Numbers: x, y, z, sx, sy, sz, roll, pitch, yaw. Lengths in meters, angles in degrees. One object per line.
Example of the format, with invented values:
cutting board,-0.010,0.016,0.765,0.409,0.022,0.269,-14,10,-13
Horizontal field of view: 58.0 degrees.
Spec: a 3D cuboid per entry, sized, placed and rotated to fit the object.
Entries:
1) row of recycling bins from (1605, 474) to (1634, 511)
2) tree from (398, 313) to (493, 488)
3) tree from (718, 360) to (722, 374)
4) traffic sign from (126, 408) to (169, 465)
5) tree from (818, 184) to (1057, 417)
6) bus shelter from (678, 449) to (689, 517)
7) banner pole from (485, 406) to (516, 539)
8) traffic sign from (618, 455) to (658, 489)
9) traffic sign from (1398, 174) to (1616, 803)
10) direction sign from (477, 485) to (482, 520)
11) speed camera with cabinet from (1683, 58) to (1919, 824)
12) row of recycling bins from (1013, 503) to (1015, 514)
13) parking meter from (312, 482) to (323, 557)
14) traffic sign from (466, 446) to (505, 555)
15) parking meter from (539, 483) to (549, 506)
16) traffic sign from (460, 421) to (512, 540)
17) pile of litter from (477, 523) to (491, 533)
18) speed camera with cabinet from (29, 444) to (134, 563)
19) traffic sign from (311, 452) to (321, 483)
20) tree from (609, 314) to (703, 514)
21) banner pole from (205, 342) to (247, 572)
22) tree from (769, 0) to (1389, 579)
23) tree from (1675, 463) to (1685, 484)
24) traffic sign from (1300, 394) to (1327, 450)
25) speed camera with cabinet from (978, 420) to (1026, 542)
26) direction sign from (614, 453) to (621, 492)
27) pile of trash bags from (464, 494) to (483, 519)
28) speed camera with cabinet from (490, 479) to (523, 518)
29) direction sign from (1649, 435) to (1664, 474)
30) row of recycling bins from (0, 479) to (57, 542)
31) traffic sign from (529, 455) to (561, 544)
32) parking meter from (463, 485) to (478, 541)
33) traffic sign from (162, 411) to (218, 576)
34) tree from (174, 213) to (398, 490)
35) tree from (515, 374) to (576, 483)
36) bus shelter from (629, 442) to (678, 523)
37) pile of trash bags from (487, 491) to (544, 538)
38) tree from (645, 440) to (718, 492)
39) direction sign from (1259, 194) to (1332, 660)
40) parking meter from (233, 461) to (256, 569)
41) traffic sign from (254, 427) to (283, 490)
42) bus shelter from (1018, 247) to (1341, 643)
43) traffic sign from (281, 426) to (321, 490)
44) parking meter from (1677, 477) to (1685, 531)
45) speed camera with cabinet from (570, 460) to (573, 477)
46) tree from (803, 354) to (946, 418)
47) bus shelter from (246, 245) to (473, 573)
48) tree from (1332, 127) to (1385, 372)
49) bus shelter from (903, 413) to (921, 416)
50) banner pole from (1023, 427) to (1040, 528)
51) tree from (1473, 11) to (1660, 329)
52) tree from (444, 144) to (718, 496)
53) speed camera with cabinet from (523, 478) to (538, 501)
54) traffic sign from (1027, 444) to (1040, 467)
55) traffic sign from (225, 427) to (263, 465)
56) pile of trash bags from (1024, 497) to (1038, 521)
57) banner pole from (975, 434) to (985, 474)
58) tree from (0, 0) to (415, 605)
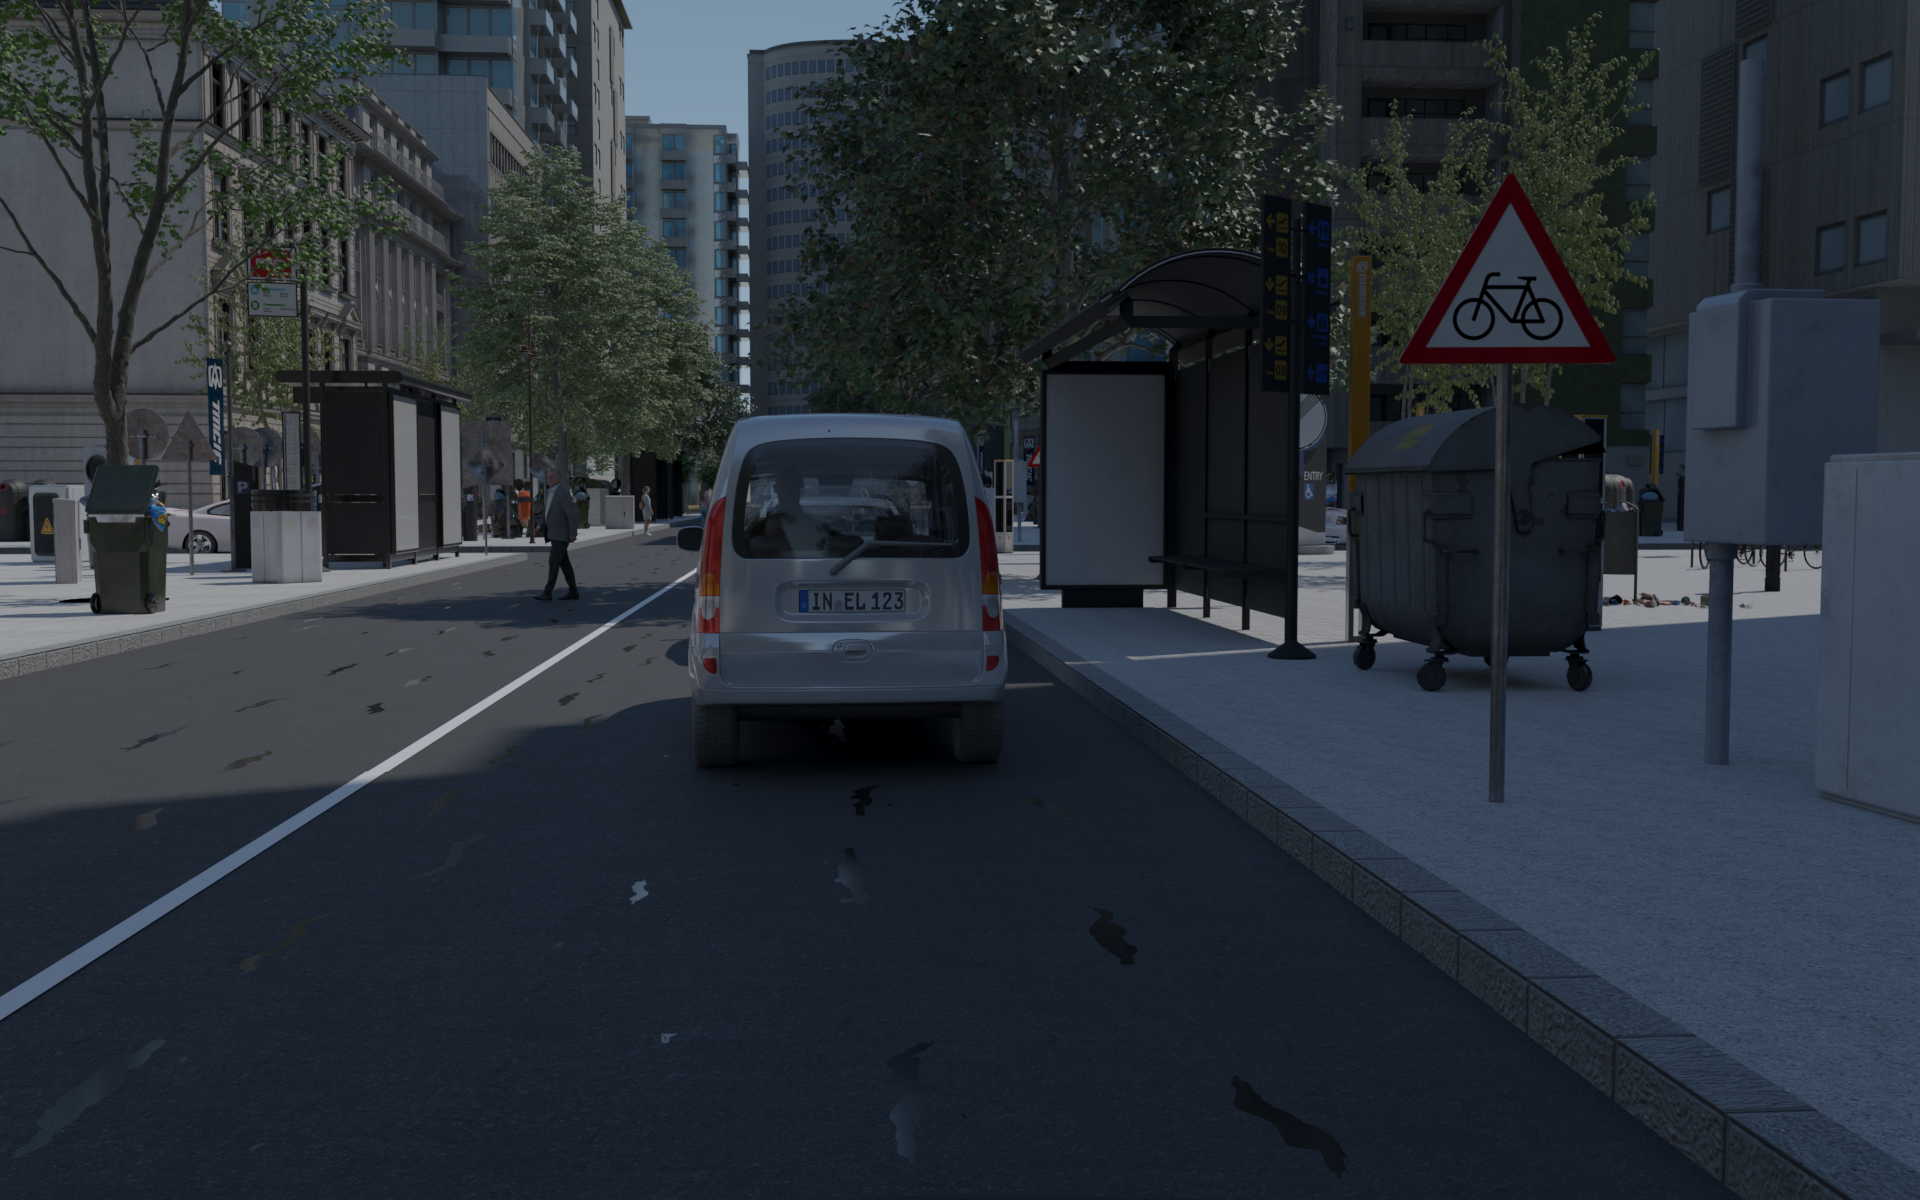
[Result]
row of recycling bins,13.084,-1.726,35.338,1.069,1.692,3.534,2,4,27
tree,-21.360,-7.397,71.301,4.737,8.622,4.395,0,3,0
tree,-13.512,-9.414,72.039,7.486,12.596,7.792,0,3,0
traffic sign,-12.142,-1.569,25.760,0.768,2.556,0.104,0,4,3
tree,-0.384,-7.904,54.991,9.928,11.665,9.643,0,3,0
bus shelter,-15.704,-6.244,93.370,1.731,3.624,6.357,0,4,-5
banner pole,-13.101,-3.625,49.283,0.863,3.779,0.401,0,4,8
traffic sign,-16.595,-5.870,89.844,2.265,3.308,0.079,0,4,-4
traffic sign,2.235,-0.437,7.143,0.884,2.594,0.081,0,4,0
direction sign,-23.509,-5.651,84.396,0.379,3.537,0.876,3,4,39
speed camera with cabinet,3.892,-0.796,7.345,0.660,3.252,2.038,0,4,-8
row of recycling bins,2.319,-6.330,110.604,1.069,1.692,3.534,-2,4,-34
parking meter,-13.123,-1.650,35.389,0.372,1.533,0.369,0,3,0
traffic sign,-9.897,-1.988,36.141,0.795,2.450,0.064,0,4,-5
parking meter,-18.774,-4.437,78.257,0.255,1.863,0.399,3,4,37
traffic sign,-13.694,-3.346,48.587,2.265,3.308,0.079,0,4,3
pile of litter,-15.743,-2.698,58.075,1.176,0.858,1.719,2,4,24
speed camera with cabinet,-16.395,-2.321,32.286,2.038,3.252,0.660,1,4,20
traffic sign,-13.483,-2.098,36.424,0.606,2.300,0.079,0,4,5
tree,-17.691,-11.835,110.512,9.611,12.733,9.660,0,3,0
banner pole,-12.051,-2.342,28.312,0.401,3.779,0.863,0,4,8
tree,1.531,-6.660,25.896,9.611,12.733,9.660,0,3,0
tree,26.094,-4.043,60.706,1.663,3.219,1.824,0,3,0
traffic sign,3.887,-1.232,20.251,0.768,2.556,0.104,0,4,2
speed camera with cabinet,0.940,-3.225,47.062,0.660,3.252,2.038,-3,4,-38
direction sign,-18.778,-6.305,95.079,0.379,3.537,0.876,-2,4,-33
pile of trash bags,-25.042,-4.824,88.632,1.912,1.369,3.447,0,4,-8
speed camera with cabinet,-21.058,-5.243,80.057,0.660,3.252,2.038,0,4,8
direction sign,26.645,-4.563,66.602,0.876,3.537,0.379,-1,4,-12
row of recycling bins,-26.107,-2.435,46.926,3.534,1.692,1.069,0,4,3
traffic sign,-10.558,-2.474,44.099,0.795,2.450,0.064,0,4,-5
parking meter,-13.340,-2.370,47.165,0.372,1.533,0.369,0,3,0
traffic sign,-12.102,-1.665,27.224,0.884,2.594,0.081,0,3,0
tree,-18.085,-5.810,45.357,4.737,8.622,4.395,0,3,0
tree,-23.712,-9.189,100.597,4.360,8.622,3.978,0,3,0
bus shelter,-14.486,-5.499,81.199,1.731,3.624,6.357,0,4,-5
pile of trash bags,-13.191,-2.597,52.218,1.912,1.369,3.447,-1,4,-13
tree,-16.968,-7.138,100.420,4.285,4.588,4.351,0,3,0
direction sign,2.600,-1.313,13.464,0.876,3.537,0.379,-3,5,-43
parking meter,-12.321,-1.471,29.759,0.399,1.863,0.255,-2,4,-31
traffic sign,-13.293,-2.018,33.098,0.768,2.556,0.104,0,4,-2
bus shelter,1.895,-1.411,17.002,2.014,3.302,5.546,0,4,-5
traffic sign,-12.335,-1.977,32.429,0.768,2.556,0.104,0,4,4
parking meter,25.072,-3.328,60.124,0.255,1.863,0.399,1,4,9
speed camera with cabinet,-20.559,-5.991,92.287,0.660,3.252,2.038,1,4,13
tree,-4.591,-11.619,96.627,9.857,13.997,8.962,0,3,0
bus shelter,-10.634,-3.251,30.792,2.179,5.291,8.768,0,4,-5
tree,8.903,-5.059,33.085,4.737,8.622,4.395,0,3,0
bus shelter,-2.801,-6.482,83.611,2.179,5.291,8.768,0,4,-5
banner pole,2.739,-4.586,64.996,0.863,3.779,0.401,2,4,24
tree,8.997,-4.706,27.307,4.737,8.622,4.395,0,3,0
tree,-13.522,-8.504,57.163,7.486,12.596,7.792,0,3,0
speed camera with cabinet,-24.668,-6.283,97.071,2.038,3.252,0.660,1,4,22
traffic sign,1.762,-2.093,34.218,0.884,2.594,0.081,0,4,5
traffic sign,-13.550,-1.996,32.735,0.768,2.556,0.104,0,4,4
pile of trash bags,4.508,-4.357,80.987,1.912,1.369,3.447,-2,4,-30
banner pole,0.692,-4.361,61.327,0.401,3.779,0.863,2,4,28
tree,-9.900,-5.773,20.139,9.928,11.665,9.643,0,3,0
